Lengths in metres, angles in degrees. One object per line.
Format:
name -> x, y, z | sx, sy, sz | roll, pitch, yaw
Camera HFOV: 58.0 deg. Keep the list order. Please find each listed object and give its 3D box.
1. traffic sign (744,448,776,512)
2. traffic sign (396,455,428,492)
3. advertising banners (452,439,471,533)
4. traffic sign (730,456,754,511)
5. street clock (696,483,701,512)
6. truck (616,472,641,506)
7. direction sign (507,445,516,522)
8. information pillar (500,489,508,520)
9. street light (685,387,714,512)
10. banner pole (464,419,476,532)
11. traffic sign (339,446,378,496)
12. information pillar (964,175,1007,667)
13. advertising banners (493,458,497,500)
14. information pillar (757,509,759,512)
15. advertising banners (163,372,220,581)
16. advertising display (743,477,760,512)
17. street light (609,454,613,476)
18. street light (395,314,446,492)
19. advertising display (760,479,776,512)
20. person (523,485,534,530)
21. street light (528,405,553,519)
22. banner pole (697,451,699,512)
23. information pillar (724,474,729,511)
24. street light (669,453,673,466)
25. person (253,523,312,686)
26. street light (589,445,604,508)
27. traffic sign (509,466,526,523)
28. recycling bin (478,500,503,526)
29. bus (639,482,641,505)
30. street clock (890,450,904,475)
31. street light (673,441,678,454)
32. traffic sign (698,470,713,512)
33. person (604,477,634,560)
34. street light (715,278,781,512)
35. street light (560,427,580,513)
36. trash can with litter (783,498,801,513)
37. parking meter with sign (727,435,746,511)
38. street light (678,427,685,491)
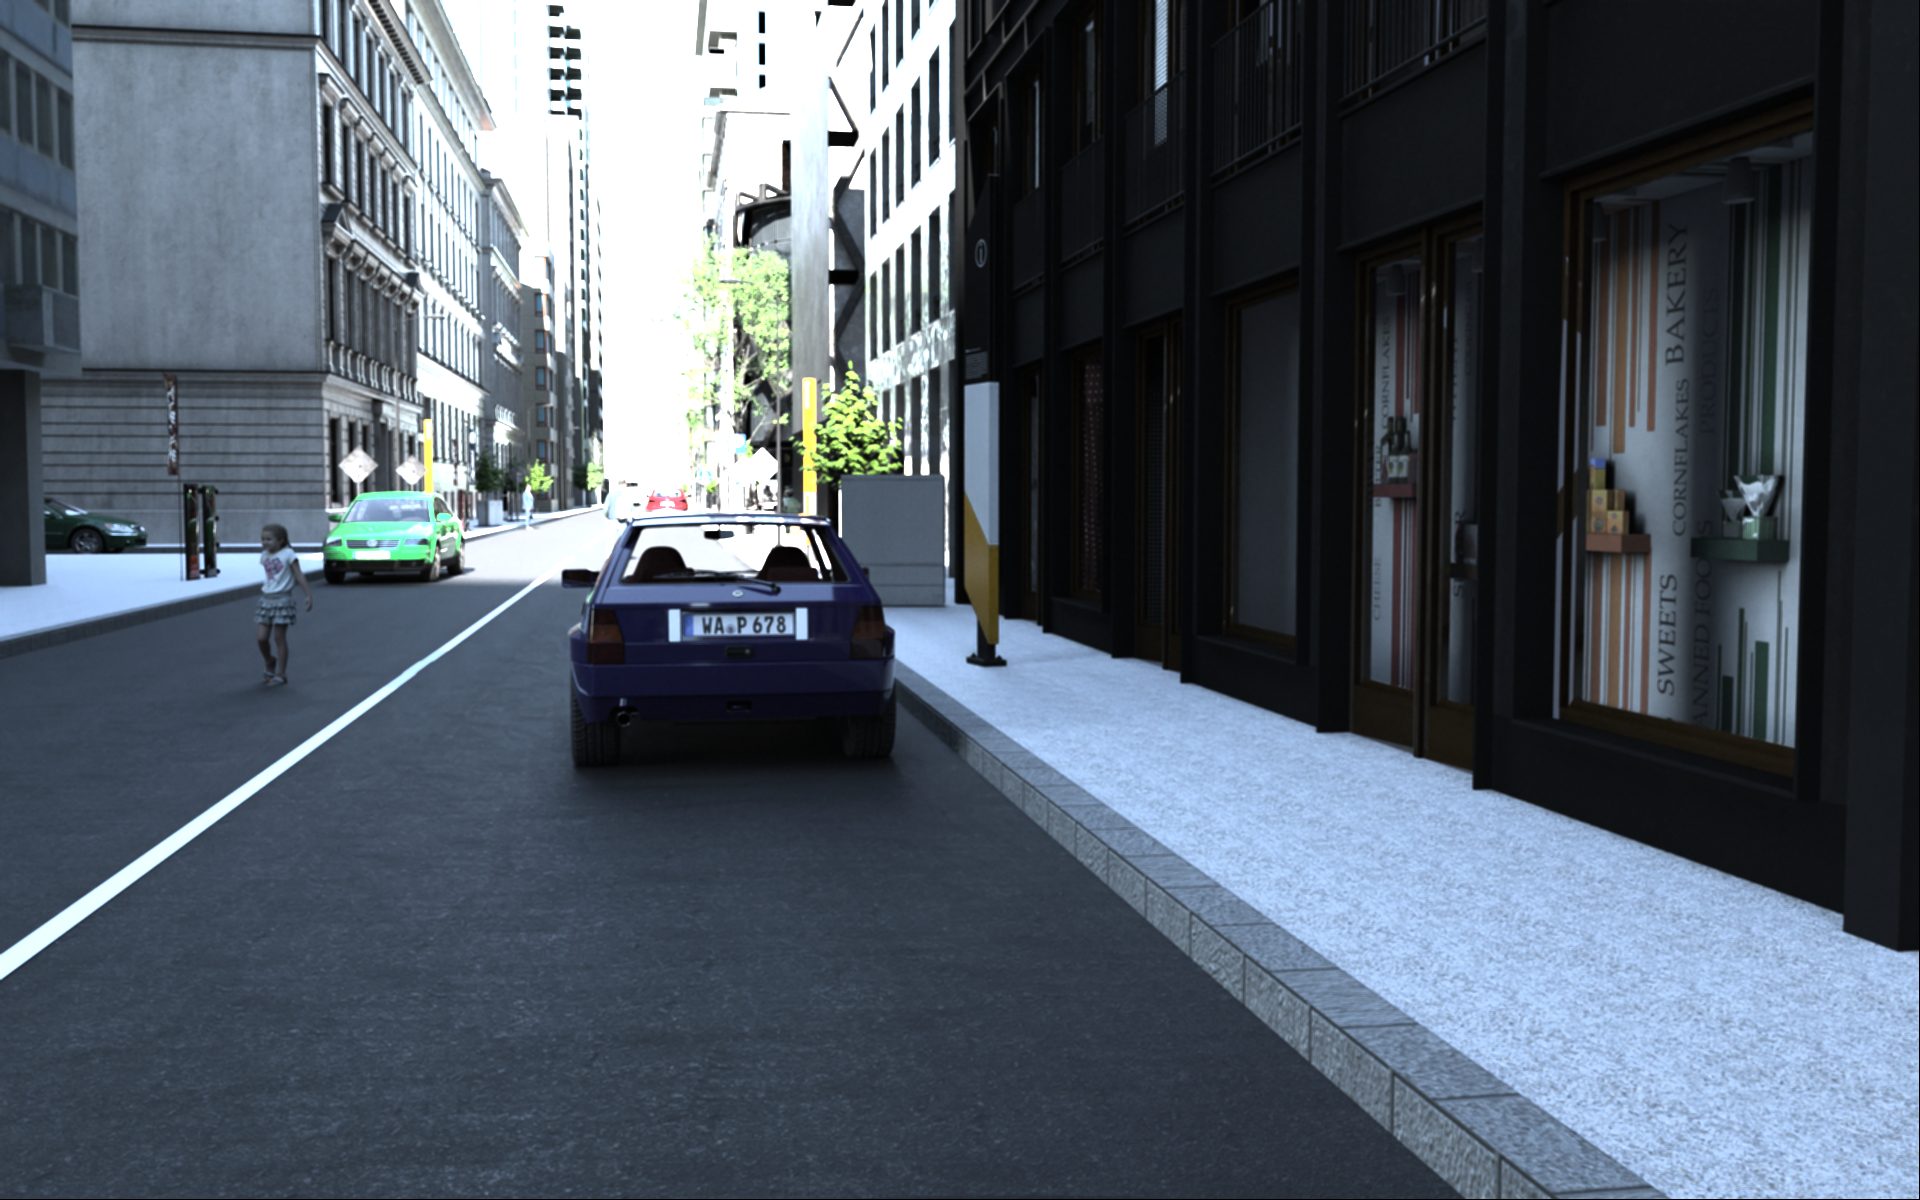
traffic sign -> -4.309, -2.090, 37.816 | 0.795, 2.450, 0.064 | -1, 4, -10
traffic sign -> -13.995, -2.485, 44.271 | 0.795, 2.450, 0.064 | -1, 4, -10
advertising banners -> -16.225, -3.678, 56.322 | 0.090, 3.025, 2.074 | 0, 4, -2
traffic sign -> -5.670, -2.571, 45.685 | 0.795, 2.450, 0.064 | -1, 4, -10
street clock -> -16.928, -6.568, 111.960 | 0.358, 2.002, 0.471 | 0, 4, -3
truck -> -40.846, -13.707, 213.861 | 2.967, 4.110, 18.799 | -1, 4, -10
direction sign -> -20.626, -5.354, 79.527 | 0.379, 3.537, 0.876 | -1, 4, -17
information pillar -> -22.162, -4.875, 84.198 | 0.304, 2.012, 0.304 | -2, 4, -32
street light -> -11.006, -6.270, 75.048 | 1.470, 5.913, 1.316 | -1, 4, -10
banner pole -> -16.500, -4.183, 58.411 | 0.401, 3.779, 0.863 | 1, 4, 10
traffic sign -> -12.634, -2.004, 36.402 | 0.795, 2.450, 0.064 | -1, 4, -10
information pillar -> 0.167, -1.324, 13.007 | 0.183, 3.616, 0.504 | -1, 4, -22
advertising banners -> -19.210, -4.611, 71.578 | 0.090, 3.025, 2.074 | -1, 4, -16
information pillar -> -9.071, -4.401, 76.445 | 0.304, 2.012, 0.304 | 3, 5, 39
advertising banners -> -11.478, -1.815, 25.864 | 0.090, 3.025, 2.074 | 0, 4, -5
advertising display -> -6.503, -2.957, 53.556 | 0.123, 1.923, 0.974 | 1, 4, 14
street light -> -41.050, -14.003, 201.490 | 1.470, 5.913, 1.316 | -1, 4, -10
street light -> -13.996, -4.422, 44.845 | 1.470, 5.913, 1.316 | -1, 4, -10
advertising display -> -8.318, -4.279, 75.178 | 0.974, 1.923, 0.123 | -1, 4, -21
person -> -17.453, -3.749, 69.983 | 0.419, 1.800, 0.721 | 0, 3, 0
street light -> -21.812, -7.183, 89.981 | 1.470, 5.913, 1.316 | -1, 4, -10
banner pole -> -15.374, -6.828, 101.654 | 0.401, 3.779, 0.863 | -1, 4, -11
information pillar -> -8.444, -3.601, 63.366 | 0.304, 2.012, 0.304 | -1, 4, -17
street light -> -31.639, -13.597, 194.851 | 1.470, 5.913, 1.316 | -1, 4, -10
person -> -5.095, 0.026, 13.093 | 0.505, 1.210, 0.382 | 1, 4, 12
street light -> -34.710, -11.761, 164.831 | 1.470, 5.913, 1.316 | -1, 4, -10
traffic sign -> -19.928, -4.765, 78.014 | 0.768, 2.556, 0.104 | 0, 4, -6
recycling bin -> -18.719, -3.454, 69.022 | 0.722, 1.027, 0.722 | 3, 4, 37
bus -> -44.528, -14.639, 234.204 | 2.948, 3.499, 13.247 | -1, 4, -10
street clock -> -1.065, -1.365, 26.882 | 0.358, 2.002, 0.471 | 2, 4, 25
street light -> -23.949, -10.900, 150.753 | 1.470, 5.913, 1.316 | -1, 4, -10
traffic sign -> -13.240, -5.505, 90.109 | 0.768, 2.556, 0.104 | 0, 4, -1
person -> -7.170, -1.685, 36.397 | 0.623, 1.781, 0.721 | -1, 4, -8
street light -> -4.478, -3.972, 37.478 | 1.470, 5.913, 1.316 | -1, 4, -10
street light -> -27.051, -9.027, 120.127 | 1.470, 5.913, 1.316 | -1, 4, -10
trash can with litter -> -5.194, -2.636, 54.493 | 0.624, 1.170, 1.055 | -1, 4, -21
parking meter with sign -> -6.656, -3.386, 51.624 | 0.543, 3.016, 1.738 | 0, 4, -7
street light -> -18.435, -8.969, 119.191 | 1.470, 5.913, 1.316 | -1, 4, -10
